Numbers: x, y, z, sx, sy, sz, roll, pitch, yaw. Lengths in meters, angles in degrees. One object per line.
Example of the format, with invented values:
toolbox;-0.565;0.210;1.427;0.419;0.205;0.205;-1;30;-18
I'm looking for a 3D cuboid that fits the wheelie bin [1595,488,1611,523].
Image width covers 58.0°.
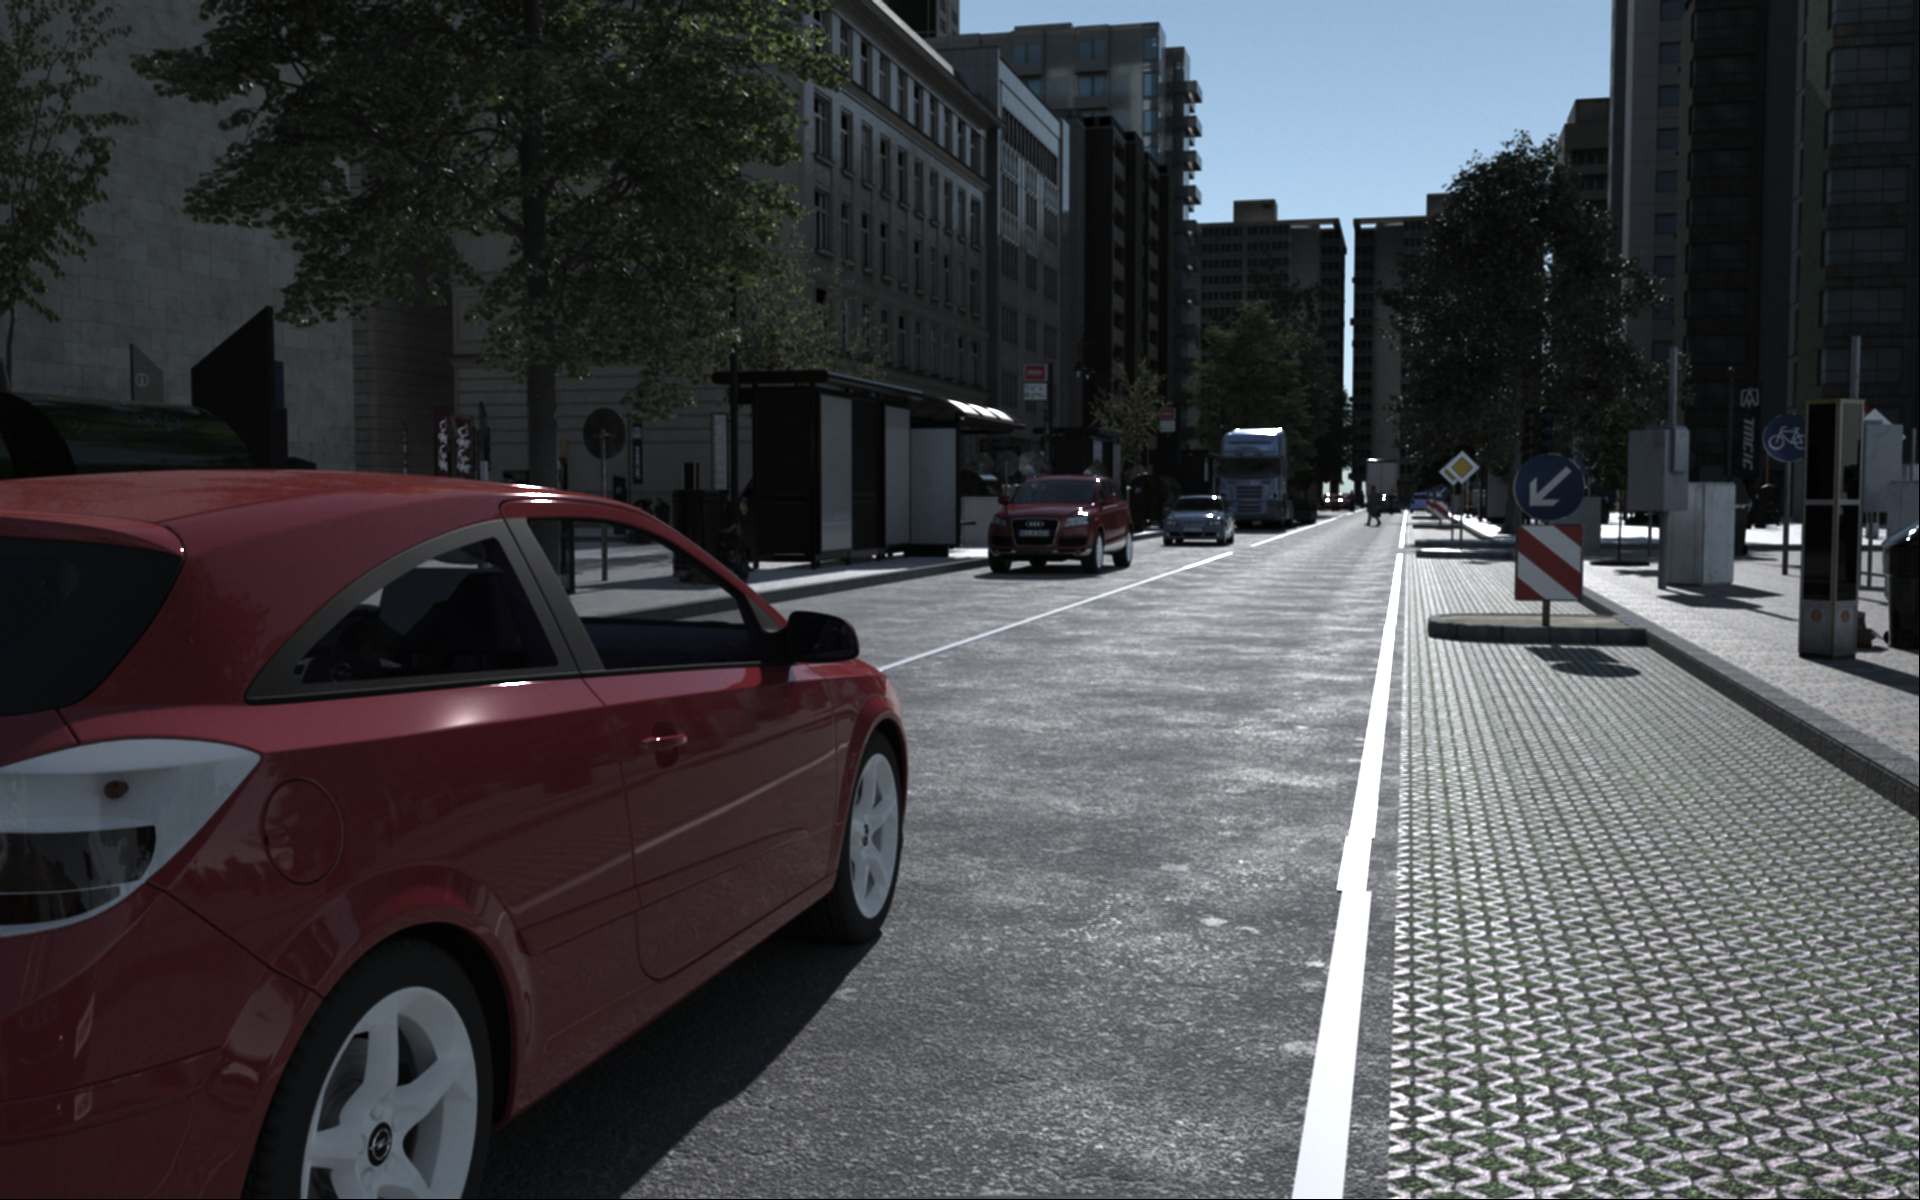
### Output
wheelie bin;28.016;-4.154;75.818;0.693;1.594;0.980;-3;5;-40

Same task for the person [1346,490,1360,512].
person;31.146;-7.836;137.346;1.217;1.743;0.721;3;5;40

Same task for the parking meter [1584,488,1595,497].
parking meter;23.599;-3.457;64.931;0.372;1.533;0.369;0;3;0

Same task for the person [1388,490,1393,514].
person;30.609;-6.977;123.383;0.445;1.727;0.742;-2;4;-28

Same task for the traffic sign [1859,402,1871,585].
traffic sign;12.649;-1.487;24.318;0.884;2.594;0.081;1;4;23

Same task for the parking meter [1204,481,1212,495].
parking meter;11.269;-4.468;78.769;0.255;1.863;0.399;2;4;34

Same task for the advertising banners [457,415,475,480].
advertising banners;-10.348;-2.606;38.790;2.074;3.025;0.090;-2;4;-27

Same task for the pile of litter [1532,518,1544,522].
pile of litter;29.113;-4.429;86.379;1.176;0.858;1.719;1;4;15

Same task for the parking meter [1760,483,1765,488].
parking meter;41.592;-5.128;89.558;0.399;1.863;0.255;3;5;43

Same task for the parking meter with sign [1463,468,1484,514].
parking meter with sign;33.399;-7.181;113.676;1.738;3.016;0.543;0;4;-6

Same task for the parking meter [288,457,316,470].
parking meter;-10.465;-1.340;27.621;0.255;1.863;0.399;3;5;40

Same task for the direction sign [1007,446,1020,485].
direction sign;2.562;-5.533;82.465;0.379;3.537;0.876;-3;5;-42

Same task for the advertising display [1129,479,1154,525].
advertising display;7.642;-4.099;72.226;0.974;1.923;0.123;0;4;-8

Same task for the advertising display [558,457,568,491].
advertising display;-7.185;-1.552;30.586;0.123;1.923;0.974;-3;4;-37

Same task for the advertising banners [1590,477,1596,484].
advertising banners;34.535;-6.134;96.476;2.074;3.025;0.090;0;4;5

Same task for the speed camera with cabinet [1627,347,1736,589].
speed camera with cabinet;10.025;-1.816;24.027;2.038;3.252;0.660;-3;5;-40

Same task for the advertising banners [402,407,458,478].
advertising banners;-10.647;-2.324;34.192;0.090;3.025;2.074;1;4;19

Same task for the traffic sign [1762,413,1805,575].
traffic sign;13.117;-1.673;27.461;0.768;2.556;0.104;1;4;20

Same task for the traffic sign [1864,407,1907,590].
traffic sign;12.186;-1.344;23.152;0.795;2.450;0.064;1;4;17

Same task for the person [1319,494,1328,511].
person;30.714;-8.226;146.185;0.799;1.438;0.628;1;4;21

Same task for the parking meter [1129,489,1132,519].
parking meter;8.159;-4.525;82.391;0.372;1.533;0.369;0;3;0

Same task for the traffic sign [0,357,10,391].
traffic sign;-8.245;-0.879;14.478;0.768;2.556;0.104;1;4;20

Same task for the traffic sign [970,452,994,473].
traffic sign;0.641;-3.222;52.779;0.768;2.556;0.104;1;4;15

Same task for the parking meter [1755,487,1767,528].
parking meter;30.073;-3.464;65.041;0.372;1.533;0.369;0;3;0

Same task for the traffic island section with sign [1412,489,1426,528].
traffic island section with sign;19.959;-3.898;72.354;1.989;1.847;2.006;1;4;14

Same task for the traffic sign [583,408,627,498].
traffic sign;-5.264;-1.558;25.586;0.768;2.556;0.104;2;4;24

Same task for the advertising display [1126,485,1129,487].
advertising display;11.841;-7.274;124.136;0.974;1.923;0.123;2;4;28

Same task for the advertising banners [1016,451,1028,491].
advertising banners;2.403;-4.548;70.543;0.090;3.025;2.074;-2;4;-27

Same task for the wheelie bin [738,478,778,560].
wheelie bin;-3.920;-1.579;33.722;0.693;1.594;0.980;1;4;16

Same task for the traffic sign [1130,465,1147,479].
traffic sign;7.828;-4.641;75.981;0.768;2.556;0.104;1;4;16

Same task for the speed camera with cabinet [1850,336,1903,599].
speed camera with cabinet;11.535;-1.639;21.138;0.660;3.252;2.038;-1;4;-12

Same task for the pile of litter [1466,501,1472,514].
pile of litter;35.201;-6.287;116.760;1.719;0.858;1.176;-3;5;-39

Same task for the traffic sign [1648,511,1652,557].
traffic sign;14.085;-2.160;35.313;0.884;2.594;0.081;1;4;22

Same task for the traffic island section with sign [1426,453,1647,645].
traffic island section with sign;5.773;-0.543;17.500;1.989;1.847;2.006;1;4;14

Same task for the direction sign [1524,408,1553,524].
direction sign;15.341;-3.304;46.024;0.379;3.537;0.876;-2;4;-34

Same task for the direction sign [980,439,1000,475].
direction sign;1.225;-4.852;71.323;0.876;3.537;0.379;1;4;21

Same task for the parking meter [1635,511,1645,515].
parking meter;28.689;-3.953;73.039;0.372;1.533;0.369;0;3;0

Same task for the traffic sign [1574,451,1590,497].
traffic sign;17.039;-2.865;46.954;0.768;2.556;0.104;1;4;22

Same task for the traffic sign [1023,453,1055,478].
traffic sign;1.912;-2.345;41.978;0.795;2.450;0.064;1;4;14

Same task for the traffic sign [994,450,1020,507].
traffic sign;1.346;-3.059;50.125;0.768;2.556;0.104;1;4;20

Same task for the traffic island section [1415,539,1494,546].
traffic island section;13.464;-1.530;47.303;2.009;0.180;2.903;1;4;14

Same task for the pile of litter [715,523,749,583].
pile of litter;-3.592;-0.684;25.146;1.176;0.858;1.719;1;4;12

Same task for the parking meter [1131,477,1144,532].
parking meter;5.966;-3.213;58.248;0.399;1.863;0.255;0;4;5

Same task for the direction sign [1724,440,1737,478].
direction sign;32.216;-4.915;72.355;0.876;3.537;0.379;-2;4;-28

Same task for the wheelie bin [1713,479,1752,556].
wheelie bin;16.035;-1.735;36.279;0.980;1.594;0.693;0;4;-7

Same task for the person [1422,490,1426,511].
person;38.944;-8.302;144.760;0.750;1.759;0.617;0;4;5

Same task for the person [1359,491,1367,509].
person;39.410;-9.793;169.336;1.217;1.735;0.721;-3;5;-41

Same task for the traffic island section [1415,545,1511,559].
traffic island section;11.462;-1.058;39.572;2.009;0.180;2.903;1;4;14

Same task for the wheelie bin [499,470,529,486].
wheelie bin;-5.774;-0.904;22.690;0.980;1.594;0.693;3;5;43

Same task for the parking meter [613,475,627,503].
parking meter;-10.673;-2.979;54.416;0.399;1.863;0.255;0;3;0

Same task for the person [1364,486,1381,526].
person;18.682;-4.268;78.384;0.767;1.812;0.694;3;5;44

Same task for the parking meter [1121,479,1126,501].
parking meter;6.324;-3.786;67.619;0.255;1.863;0.399;-1;4;-13

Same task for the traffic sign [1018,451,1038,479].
traffic sign;2.034;-3.104;50.850;0.768;2.556;0.104;1;4;19
